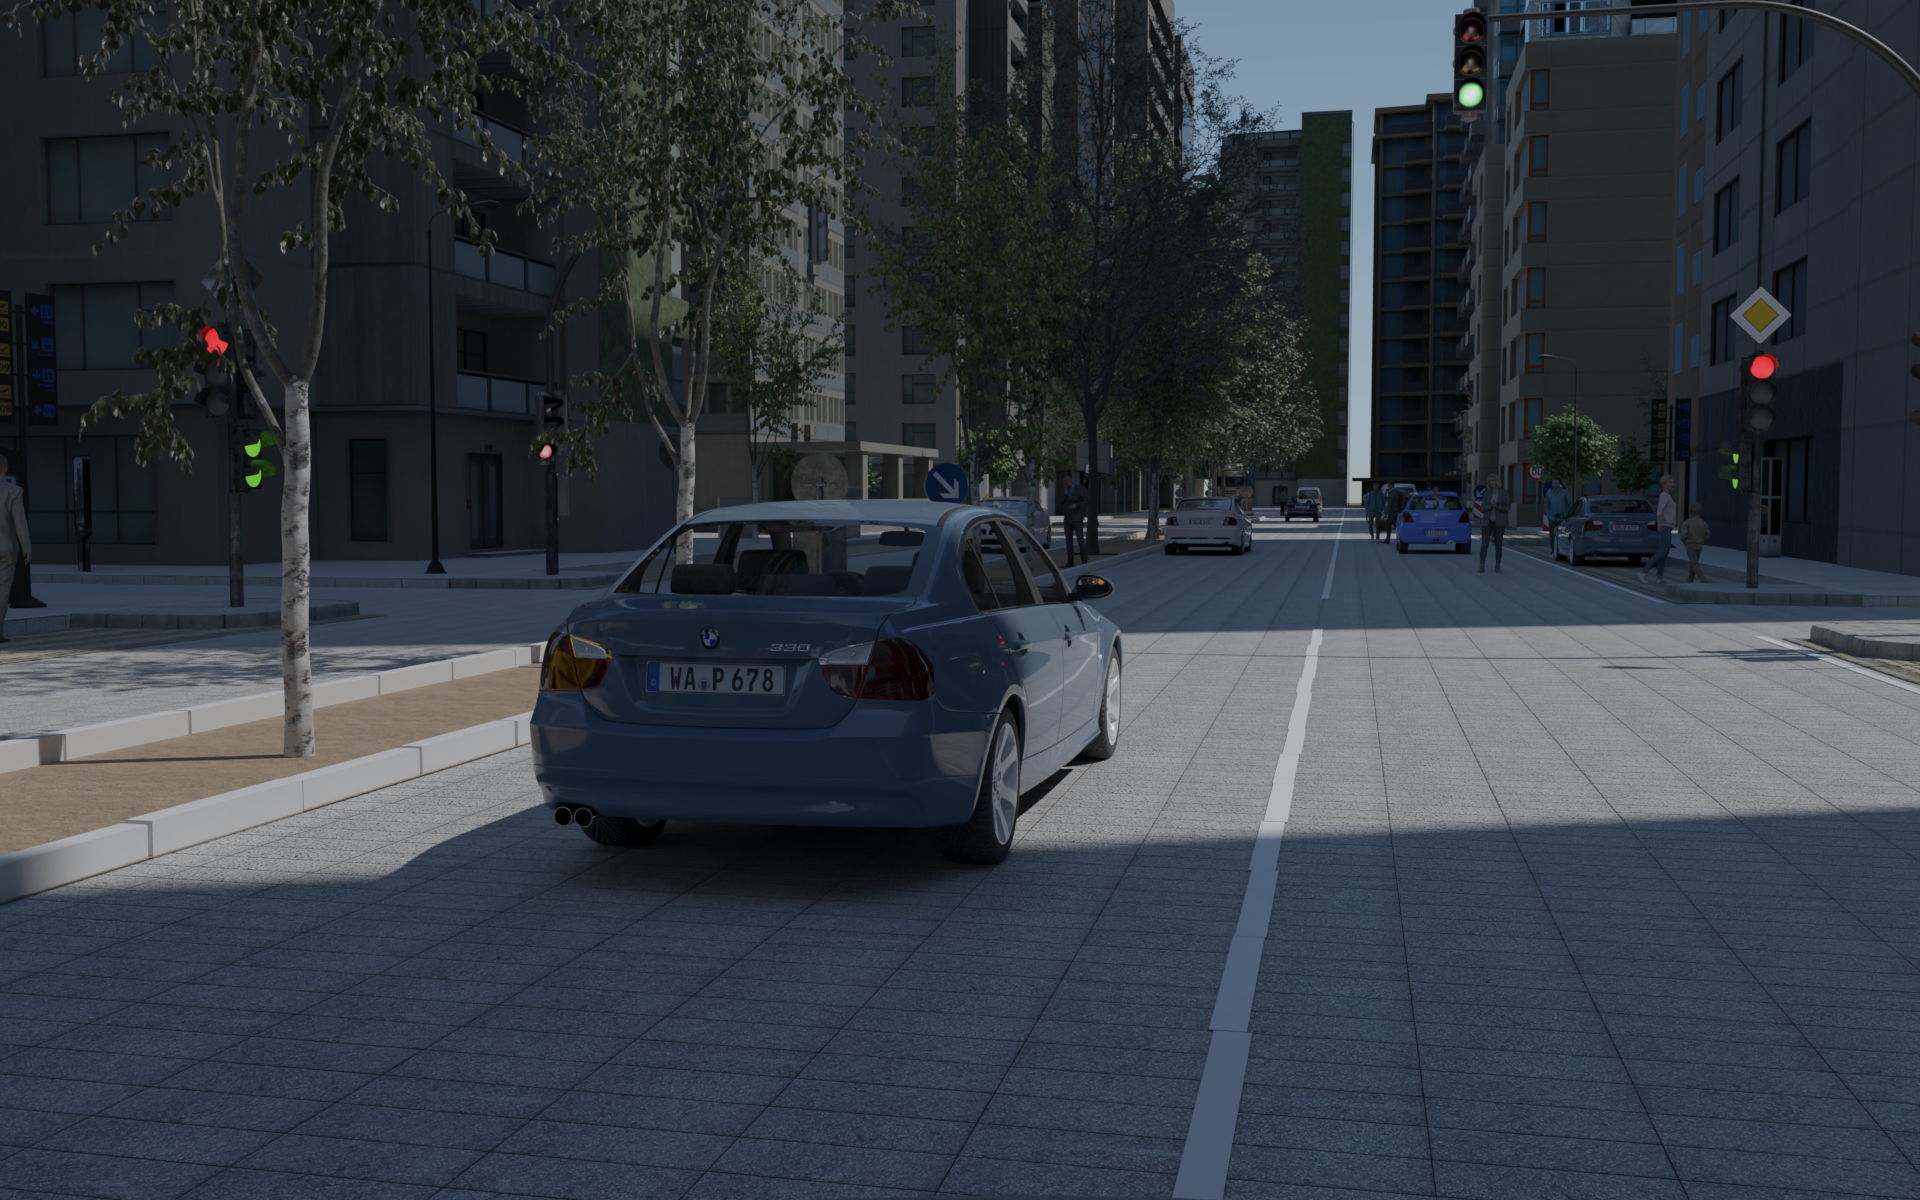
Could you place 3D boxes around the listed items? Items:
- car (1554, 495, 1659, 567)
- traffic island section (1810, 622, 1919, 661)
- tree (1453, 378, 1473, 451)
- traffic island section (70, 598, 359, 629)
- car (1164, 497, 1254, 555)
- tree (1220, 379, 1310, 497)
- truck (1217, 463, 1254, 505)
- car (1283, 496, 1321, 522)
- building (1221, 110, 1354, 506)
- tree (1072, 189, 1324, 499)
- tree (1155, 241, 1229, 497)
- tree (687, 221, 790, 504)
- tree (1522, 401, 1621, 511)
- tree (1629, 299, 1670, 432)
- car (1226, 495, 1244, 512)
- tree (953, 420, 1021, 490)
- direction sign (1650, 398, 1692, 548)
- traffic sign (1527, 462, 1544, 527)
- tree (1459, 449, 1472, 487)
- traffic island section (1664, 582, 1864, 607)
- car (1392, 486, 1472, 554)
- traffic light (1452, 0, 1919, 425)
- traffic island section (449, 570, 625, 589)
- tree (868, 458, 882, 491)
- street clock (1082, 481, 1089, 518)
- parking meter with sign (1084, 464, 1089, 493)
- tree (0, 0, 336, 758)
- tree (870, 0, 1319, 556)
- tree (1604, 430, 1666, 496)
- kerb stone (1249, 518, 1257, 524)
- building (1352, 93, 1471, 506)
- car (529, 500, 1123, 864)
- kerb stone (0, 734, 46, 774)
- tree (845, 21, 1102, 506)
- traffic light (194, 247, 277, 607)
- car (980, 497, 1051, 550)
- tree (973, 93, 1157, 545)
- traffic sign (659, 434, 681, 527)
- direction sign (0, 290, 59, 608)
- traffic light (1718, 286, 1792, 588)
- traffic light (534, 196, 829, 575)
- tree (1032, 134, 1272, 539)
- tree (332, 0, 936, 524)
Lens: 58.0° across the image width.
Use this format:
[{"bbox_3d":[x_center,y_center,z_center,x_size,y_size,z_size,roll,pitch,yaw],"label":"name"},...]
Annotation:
[{"bbox_3d":[13.235,-1.428,35.357,2.014,1.417,4.499,1,4,13],"label":"car"},{"bbox_3d":[9.078,0.395,15.830,2.009,0.180,2.903,1,4,13],"label":"traffic island section"},{"bbox_3d":[30.712,-9.186,100.557,4.360,8.622,3.978,0,3,0],"label":"tree"},{"bbox_3d":[-8.234,0.158,19.700,2.009,0.180,2.903,1,4,13],"label":"traffic island section"},{"bbox_3d":[6.055,-1.816,42.053,2.083,1.381,4.827,1,4,13],"label":"car"},{"bbox_3d":[13.215,-9.115,85.900,8.767,10.594,7.601,1,4,13],"label":"tree"},{"bbox_3d":[23.455,-9.713,147.715,2.839,4.237,11.283,1,4,14],"label":"truck"},{"bbox_3d":[17.818,-4.754,90.307,1.945,1.354,3.894,1,4,11],"label":"car"},{"bbox_3d":[35.519,-30.914,189.042,14.086,41.232,14.154,1,4,13],"label":"building"},{"bbox_3d":[8.296,-8.772,62.887,9.611,12.733,9.660,0,3,0],"label":"tree"},{"bbox_3d":[5.447,-5.861,48.642,4.360,8.622,3.978,0,3,0],"label":"tree"},{"bbox_3d":[-5.214,-5.818,45.488,4.737,8.622,4.395,0,3,0],"label":"tree"},{"bbox_3d":[21.457,-4.737,61.163,4.285,4.588,4.351,0,3,0],"label":"tree"},{"bbox_3d":[26.912,-6.916,63.441,4.360,8.622,3.978,0,3,0],"label":"tree"},{"bbox_3d":[20.229,-7.146,129.422,1.945,1.354,3.894,1,4,14],"label":"car"},{"bbox_3d":[1.216,-5.658,76.230,4.285,4.588,4.351,0,3,0],"label":"tree"},{"bbox_3d":[16.860,-3.006,41.149,0.876,3.537,0.379,2,4,28],"label":"direction sign"},{"bbox_3d":[22.231,-4.076,66.749,0.768,2.556,0.104,1,4,21],"label":"traffic sign"},{"bbox_3d":[32.705,-7.571,107.496,4.285,4.588,4.351,0,3,0],"label":"tree"},{"bbox_3d":[10.824,-0.082,23.622,2.009,0.180,2.903,1,4,13],"label":"traffic island section"},{"bbox_3d":[11.645,-2.024,42.686,1.945,1.707,3.694,1,4,12],"label":"car"},{"bbox_3d":[6.980,-2.530,16.041,4.771,5.953,1.251,1,4,13],"label":"traffic light"},{"bbox_3d":[-6.488,-0.319,27.493,2.009,0.180,2.903,1,4,13],"label":"traffic island section"},{"bbox_3d":[-4.253,-5.061,77.350,1.663,3.219,1.824,0,3,0],"label":"tree"},{"bbox_3d":[6.915,-5.509,94.645,0.471,2.002,0.358,-2,4,-31],"label":"street clock"},{"bbox_3d":[7.521,-6.307,99.375,0.543,3.016,1.738,0,4,-4],"label":"parking meter with sign"},{"bbox_3d":[-3.555,-3.460,9.391,4.360,8.622,3.978,0,3,0],"label":"tree"},{"bbox_3d":[3.093,-7.777,39.974,12.009,13.543,11.850,0,3,0],"label":"tree"},{"bbox_3d":[20.253,-3.525,52.233,1.663,3.219,1.824,0,3,0],"label":"tree"},{"bbox_3d":[14.702,-3.956,86.872,0.120,0.150,1.000,1,4,13],"label":"kerb stone"},{"bbox_3d":[57.607,-32.621,187.973,28.867,44.769,22.147,1,4,13],"label":"building"},{"bbox_3d":[-0.352,0.237,8.135,2.014,1.417,4.499,1,4,14],"label":"car"},{"bbox_3d":[-4.955,0.821,8.772,0.120,0.150,1.000,1,4,13],"label":"kerb stone"},{"bbox_3d":[0.244,-4.526,26.821,4.737,8.622,4.395,0,3,0],"label":"tree"},{"bbox_3d":[-8.198,-1.874,19.557,0.839,4.253,0.868,1,4,13],"label":"traffic light"},{"bbox_3d":[1.148,-1.910,43.589,2.083,1.381,4.827,1,4,12],"label":"car"},{"bbox_3d":[1.337,-4.845,32.042,4.360,8.622,3.978,0,3,0],"label":"tree"},{"bbox_3d":[-6.079,-2.251,36.917,0.768,2.556,0.104,1,4,16],"label":"traffic sign"},{"bbox_3d":[-10.541,-1.681,19.486,0.379,3.537,0.876,2,4,26],"label":"direction sign"},{"bbox_3d":[10.787,-2.116,23.517,0.839,4.253,0.868,1,4,13],"label":"traffic light"},{"bbox_3d":[-4.391,-3.196,26.927,4.771,5.953,1.251,1,4,13],"label":"traffic light"},{"bbox_3d":[6.061,-8.193,54.545,7.486,12.596,7.792,0,3,0],"label":"tree"},{"bbox_3d":[-2.319,-3.794,14.845,4.360,8.622,3.978,0,3,0],"label":"tree"}]
